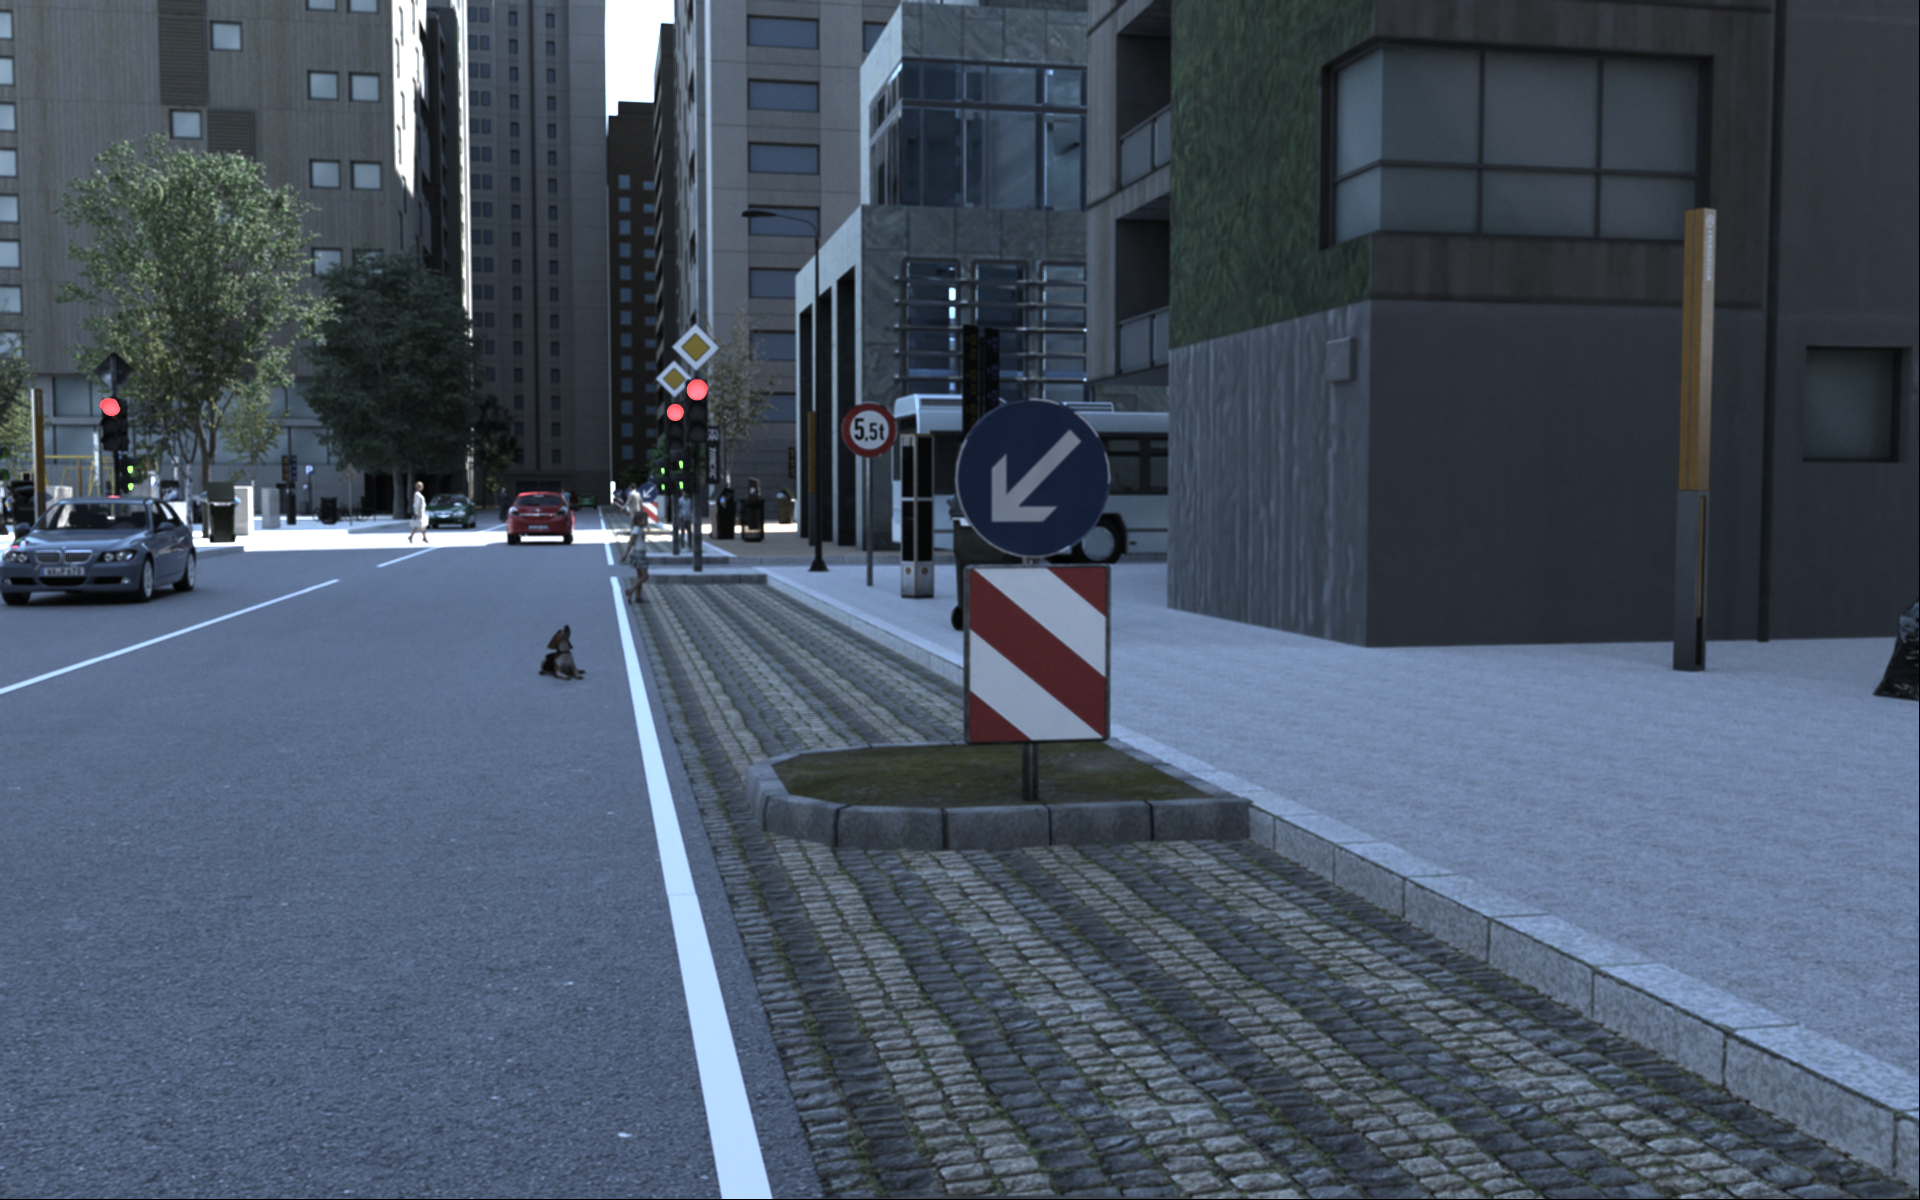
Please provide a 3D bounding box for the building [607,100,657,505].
[{"bbox_3d":[-33.540,-33.728,201.558,14.200,45.320,14.600,-1,4,-12],"label":"building"}]

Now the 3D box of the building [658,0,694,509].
[{"bbox_3d":[-16.639,-43.707,152.857,20.563,71.187,20.611,-1,4,-12],"label":"building"}]

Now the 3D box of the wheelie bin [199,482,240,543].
[{"bbox_3d":[-19.460,-2.300,45.520,0.980,1.594,0.693,-2,4,-30],"label":"wheelie bin"}]

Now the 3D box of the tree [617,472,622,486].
[{"bbox_3d":[-31.315,-11.251,167.668,4.285,4.588,4.351,0,3,0],"label":"tree"}]

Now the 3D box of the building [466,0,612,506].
[{"bbox_3d":[-55.080,-40.279,200.554,28.212,58.520,21.231,-1,4,-12],"label":"building"}]

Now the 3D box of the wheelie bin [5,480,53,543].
[{"bbox_3d":[-21.521,-1.966,40.051,0.980,1.594,0.693,-2,4,-26],"label":"wheelie bin"}]

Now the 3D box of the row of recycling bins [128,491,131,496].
[{"bbox_3d":[-40.716,-4.847,86.358,1.069,1.692,3.534,-1,4,-17],"label":"row of recycling bins"}]

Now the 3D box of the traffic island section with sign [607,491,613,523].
[{"bbox_3d":[-16.656,-4.818,87.407,1.989,1.847,2.006,-1,4,-12],"label":"traffic island section with sign"}]

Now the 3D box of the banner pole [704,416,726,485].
[{"bbox_3d":[-7.813,-4.026,55.846,0.863,3.779,0.401,0,4,-1],"label":"banner pole"}]

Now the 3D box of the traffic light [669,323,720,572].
[{"bbox_3d":[-4.371,-2.428,28.620,0.839,4.253,0.868,-1,4,-12],"label":"traffic light"}]

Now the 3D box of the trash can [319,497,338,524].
[{"bbox_3d":[-26.700,-3.770,73.289,0.748,1.137,0.748,0,3,0],"label":"trash can"}]

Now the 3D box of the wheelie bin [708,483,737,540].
[{"bbox_3d":[-6.721,-2.519,49.096,0.693,1.594,0.980,-2,4,-31],"label":"wheelie bin"}]

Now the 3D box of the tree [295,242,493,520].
[{"bbox_3d":[-28.189,-10.991,86.350,9.857,13.997,8.962,0,3,0],"label":"tree"}]

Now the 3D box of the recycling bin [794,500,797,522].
[{"bbox_3d":[-7.208,-4.039,78.597,0.722,1.027,0.722,-3,5,-43],"label":"recycling bin"}]

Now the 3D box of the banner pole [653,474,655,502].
[{"bbox_3d":[-17.486,-6.663,98.960,0.401,3.779,0.863,0,4,-5],"label":"banner pole"}]

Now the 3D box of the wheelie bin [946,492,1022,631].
[{"bbox_3d":[0.310,-0.514,16.304,0.980,1.594,0.693,2,4,29],"label":"wheelie bin"}]

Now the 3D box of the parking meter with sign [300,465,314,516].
[{"bbox_3d":[-39.318,-6.602,104.207,0.543,3.016,1.738,0,4,-7],"label":"parking meter with sign"}]

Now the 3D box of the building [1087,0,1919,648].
[{"bbox_3d":[8.851,-20.656,21.324,14.154,41.232,14.086,-1,4,-12],"label":"building"}]

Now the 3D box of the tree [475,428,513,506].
[{"bbox_3d":[-47.705,-13.907,177.737,4.737,8.622,4.395,0,3,0],"label":"tree"}]

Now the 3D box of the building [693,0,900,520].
[{"bbox_3d":[-4.528,-34.018,98.193,21.231,58.520,28.212,-1,4,-12],"label":"building"}]

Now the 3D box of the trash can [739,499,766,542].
[{"bbox_3d":[-5.555,-2.125,46.396,0.748,1.137,0.748,0,3,0],"label":"trash can"}]

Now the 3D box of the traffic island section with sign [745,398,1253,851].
[{"bbox_3d":[0.048,0.044,7.901,1.989,1.847,2.006,-1,4,-12],"label":"traffic island section with sign"}]

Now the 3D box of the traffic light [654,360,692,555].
[{"bbox_3d":[-6.012,-2.906,36.436,0.839,4.253,0.868,-1,4,-12],"label":"traffic light"}]

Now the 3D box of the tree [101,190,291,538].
[{"bbox_3d":[-18.955,-5.628,42.380,4.737,8.622,4.395,0,3,0],"label":"tree"}]

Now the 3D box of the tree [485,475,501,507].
[{"bbox_3d":[-46.500,-10.855,172.085,1.663,3.219,1.824,0,3,0],"label":"tree"}]

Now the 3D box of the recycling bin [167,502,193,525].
[{"bbox_3d":[-25.339,-2.657,55.999,0.722,1.027,0.722,2,4,33],"label":"recycling bin"}]

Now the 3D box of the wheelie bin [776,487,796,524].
[{"bbox_3d":[-7.409,-4.019,73.620,0.693,1.594,0.980,1,4,13],"label":"wheelie bin"}]

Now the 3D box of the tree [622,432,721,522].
[{"bbox_3d":[-12.694,-5.855,79.436,4.285,4.588,4.351,0,3,0],"label":"tree"}]

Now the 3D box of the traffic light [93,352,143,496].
[{"bbox_3d":[-16.639,-2.769,34.196,0.839,4.253,0.868,-1,4,-12],"label":"traffic light"}]

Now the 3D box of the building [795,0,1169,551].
[{"bbox_3d":[10.690,-45.116,50.325,31.000,86.520,22.319,-1,4,-12],"label":"building"}]

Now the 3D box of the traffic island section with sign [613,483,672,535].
[{"bbox_3d":[-11.051,-3.187,60.729,1.989,1.847,2.006,-1,4,-12],"label":"traffic island section with sign"}]

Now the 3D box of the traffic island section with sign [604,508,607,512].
[{"bbox_3d":[-26.883,-7.800,136.150,1.989,1.847,2.006,-1,4,-12],"label":"traffic island section with sign"}]

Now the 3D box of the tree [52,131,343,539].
[{"bbox_3d":[-21.688,-7.579,49.670,9.928,11.665,9.643,0,3,0],"label":"tree"}]

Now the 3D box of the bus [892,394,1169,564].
[{"bbox_3d":[5.391,-2.406,34.198,13.247,3.499,2.948,-1,4,-13],"label":"bus"}]

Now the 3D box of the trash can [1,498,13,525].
[{"bbox_3d":[-39.444,-3.689,71.967,0.748,1.137,0.748,0,3,0],"label":"trash can"}]

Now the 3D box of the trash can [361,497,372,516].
[{"bbox_3d":[-34.313,-5.413,100.154,0.748,1.137,0.748,0,3,0],"label":"trash can"}]

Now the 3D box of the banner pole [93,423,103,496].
[{"bbox_3d":[-30.308,-4.338,60.951,0.863,3.779,0.401,3,5,44],"label":"banner pole"}]

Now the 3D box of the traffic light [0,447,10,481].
[{"bbox_3d":[-14.999,-2.291,26.381,0.839,4.253,0.868,-1,4,-12],"label":"traffic light"}]

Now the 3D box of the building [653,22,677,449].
[{"bbox_3d":[-19.552,-33.688,174.498,21.300,48.544,21.600,-1,4,-12],"label":"building"}]

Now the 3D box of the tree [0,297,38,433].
[{"bbox_3d":[-36.354,-6.977,64.429,4.360,8.622,3.978,0,3,0],"label":"tree"}]

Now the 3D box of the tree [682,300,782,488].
[{"bbox_3d":[-8.919,-7.103,66.494,4.360,8.622,3.978,0,3,0],"label":"tree"}]

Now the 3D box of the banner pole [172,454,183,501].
[{"bbox_3d":[-43.644,-6.526,96.711,0.863,3.779,0.401,1,4,13],"label":"banner pole"}]

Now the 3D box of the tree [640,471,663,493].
[{"bbox_3d":[-24.876,-8.825,138.897,1.663,3.219,1.824,0,3,0],"label":"tree"}]

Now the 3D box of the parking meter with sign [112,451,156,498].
[{"bbox_3d":[-27.317,-3.772,57.931,1.738,3.016,0.543,0,4,-2],"label":"parking meter with sign"}]

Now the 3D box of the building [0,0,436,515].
[{"bbox_3d":[-50.964,-32.314,117.577,28.713,52.752,27.495,-1,4,-12],"label":"building"}]

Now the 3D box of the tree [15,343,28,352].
[{"bbox_3d":[-44.436,-7.923,79.905,4.737,8.622,4.395,0,3,0],"label":"tree"}]

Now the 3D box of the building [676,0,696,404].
[{"bbox_3d":[-7.156,-33.107,130.538,28.713,52.752,27.495,-1,4,-12],"label":"building"}]

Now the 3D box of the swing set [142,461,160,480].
[{"bbox_3d":[-39.843,-5.188,82.445,3.119,2.851,2.862,-3,5,-42],"label":"swing set"}]

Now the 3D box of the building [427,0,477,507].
[{"bbox_3d":[-58.392,-44.528,166.289,20.611,71.187,20.563,-1,4,-12],"label":"building"}]

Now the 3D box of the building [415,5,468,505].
[{"bbox_3d":[-47.957,-27.920,140.092,14.154,41.232,14.086,-1,4,-12],"label":"building"}]

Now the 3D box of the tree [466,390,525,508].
[{"bbox_3d":[-42.345,-13.484,154.869,8.767,10.594,7.601,3,5,44],"label":"tree"}]

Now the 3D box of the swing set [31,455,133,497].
[{"bbox_3d":[-37.202,-4.641,73.505,3.119,2.851,2.862,-1,4,-16],"label":"swing set"}]
